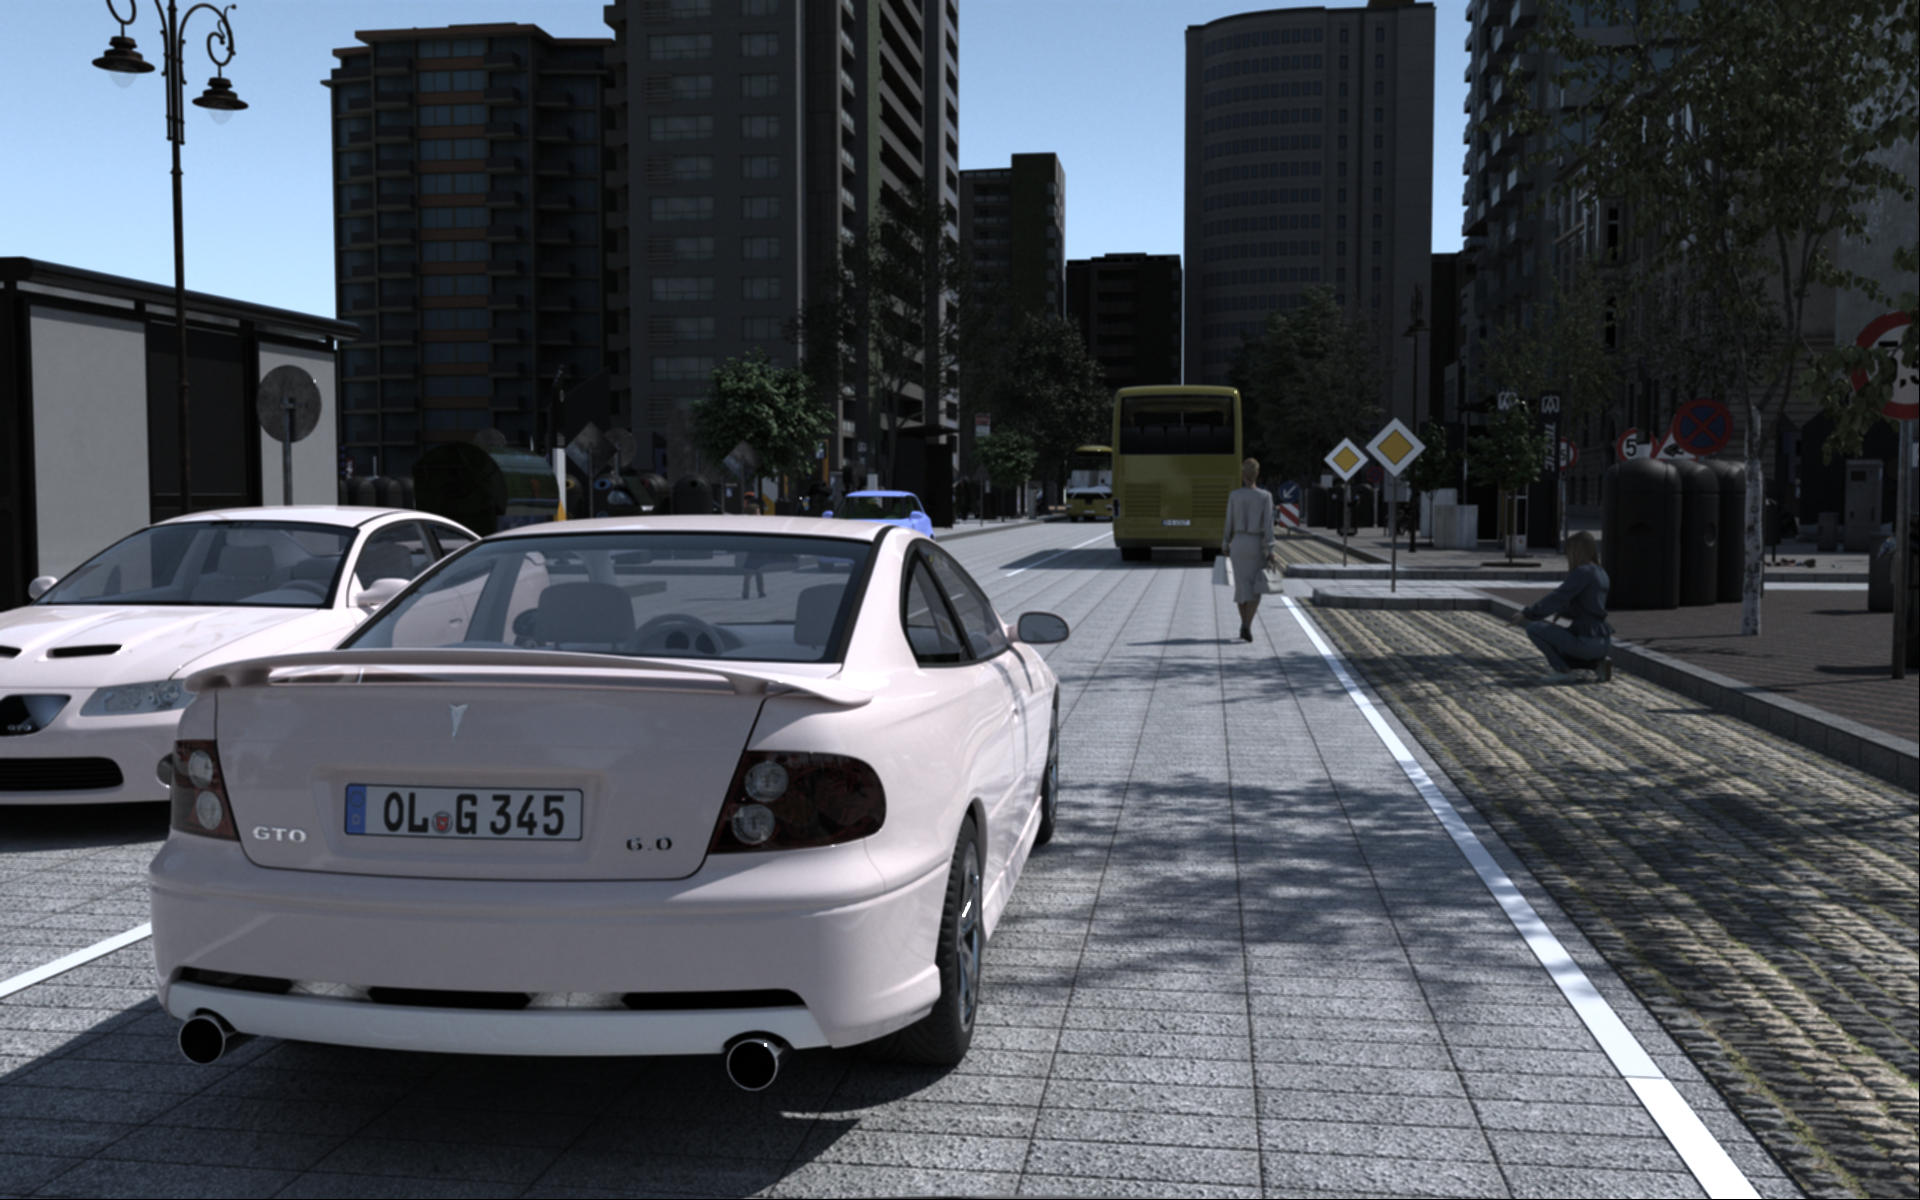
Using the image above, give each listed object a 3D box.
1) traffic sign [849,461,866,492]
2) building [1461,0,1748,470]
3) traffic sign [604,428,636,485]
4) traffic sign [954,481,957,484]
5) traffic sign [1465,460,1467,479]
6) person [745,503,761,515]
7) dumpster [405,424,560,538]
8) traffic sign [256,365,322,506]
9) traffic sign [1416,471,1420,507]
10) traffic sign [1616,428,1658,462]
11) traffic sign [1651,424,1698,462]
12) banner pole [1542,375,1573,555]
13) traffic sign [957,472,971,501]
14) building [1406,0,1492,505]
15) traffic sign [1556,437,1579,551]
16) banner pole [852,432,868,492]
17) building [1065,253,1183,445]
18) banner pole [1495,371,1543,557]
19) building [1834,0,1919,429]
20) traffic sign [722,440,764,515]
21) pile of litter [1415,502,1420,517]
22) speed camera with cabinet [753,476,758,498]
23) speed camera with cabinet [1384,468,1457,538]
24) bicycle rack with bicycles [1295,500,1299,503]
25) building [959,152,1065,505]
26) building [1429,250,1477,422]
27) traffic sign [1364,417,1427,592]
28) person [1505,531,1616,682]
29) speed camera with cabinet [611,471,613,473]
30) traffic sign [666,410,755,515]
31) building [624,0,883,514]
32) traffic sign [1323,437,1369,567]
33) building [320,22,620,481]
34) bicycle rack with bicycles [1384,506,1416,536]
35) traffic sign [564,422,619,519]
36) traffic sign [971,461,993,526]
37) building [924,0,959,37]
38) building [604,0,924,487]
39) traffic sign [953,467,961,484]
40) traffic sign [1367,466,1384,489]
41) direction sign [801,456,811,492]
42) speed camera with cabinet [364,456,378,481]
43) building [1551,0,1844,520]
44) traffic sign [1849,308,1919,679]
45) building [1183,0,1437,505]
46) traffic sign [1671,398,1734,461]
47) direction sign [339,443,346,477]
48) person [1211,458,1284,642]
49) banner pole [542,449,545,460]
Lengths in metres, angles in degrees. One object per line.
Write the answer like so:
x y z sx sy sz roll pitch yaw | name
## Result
-3.983 -4.062 66.519 0.768 2.556 0.104 1 4 16 | traffic sign
47.404 -30.365 116.069 23.786 49.044 30.456 0 4 8 | building
-6.612 -2.036 33.401 0.768 2.556 0.104 1 4 14 | traffic sign
-0.484 -5.755 94.202 0.768 2.556 0.104 1 4 9 | traffic sign
15.101 -2.978 50.824 0.606 2.300 0.079 1 4 15 | traffic sign
-2.854 -0.670 23.733 0.475 1.303 0.640 1 4 9 | person
-6.635 -1.321 24.096 1.502 2.255 1.985 0 4 8 | dumpster
-6.646 -1.041 17.125 0.768 2.556 0.104 1 4 18 | traffic sign
18.334 -4.234 69.227 0.884 2.594 0.081 1 4 9 | traffic sign
12.964 -2.026 33.231 0.768 2.556 0.104 1 4 11 | traffic sign
12.185 -1.808 29.560 0.884 2.594 0.081 1 4 8 | traffic sign
12.683 -2.861 36.798 0.863 3.779 0.401 3 4 38 | banner pole
0.190 -5.457 90.405 0.795 2.450 0.064 1 4 12 | traffic sign
51.191 -50.929 145.367 22.319 86.520 31.000 0 4 8 | building
13.402 -2.362 38.726 0.768 2.556 0.104 1 4 11 | traffic sign
-4.085 -4.890 69.966 0.863 3.779 0.401 2 4 28 | banner pole
19.941 -26.847 210.647 14.107 30.474 14.160 0 4 8 | building
11.331 -2.777 35.415 0.863 3.779 0.401 0 4 -1 | banner pole
33.860 -11.660 45.400 16.860 20.320 10.420 0 4 8 | building
-4.007 -1.734 31.998 0.795 2.450 0.064 0 4 8 | traffic sign
25.733 -5.148 98.138 1.176 0.858 1.719 -2 4 -28 | pile of litter
-8.122 -4.729 71.652 0.660 3.252 2.038 -1 4 -13 | speed camera with cabinet
13.576 -3.468 51.033 2.038 3.252 0.660 1 4 22 | speed camera with cabinet
20.937 -5.500 103.303 2.852 0.926 2.925 1 4 20 | bicycle rack with bicycles
5.359 -32.264 211.106 14.086 41.232 14.154 0 4 8 | building
61.894 -26.507 205.086 14.107 30.474 14.160 0 4 8 | building
5.652 -1.156 22.545 0.795 2.450 0.064 0 4 8 | traffic sign
4.561 0.050 13.181 1.012 1.151 0.738 -3 4 -39 | person
-14.202 -4.360 65.627 2.038 3.252 0.660 0 4 5 | speed camera with cabinet
-6.000 -2.920 41.619 2.265 3.308 0.079 1 4 15 | traffic sign
-13.372 -26.449 116.034 14.154 41.232 14.086 0 4 8 | building
6.776 -1.640 30.451 0.795 2.450 0.064 0 4 8 | traffic sign
-43.135 -31.177 164.367 28.867 44.769 22.147 0 4 8 | building
14.044 -2.429 53.095 2.852 0.926 2.925 3 5 39 | bicycle rack with bicycles
-5.131 -1.251 24.093 0.795 2.450 0.064 0 4 8 | traffic sign
0.857 -4.203 68.719 0.884 2.594 0.081 1 4 14 | traffic sign
-14.605 -37.829 160.503 28.212 58.520 21.231 0 4 8 | building
-14.982 -31.234 134.372 21.300 48.544 21.600 0 4 8 | building
-0.329 -4.167 69.318 0.795 2.450 0.064 1 4 17 | traffic sign
19.117 -4.873 79.771 0.768 2.556 0.104 1 4 13 | traffic sign
-8.969 -6.641 100.584 0.379 3.537 0.876 -3 5 -44 | direction sign
-30.635 -5.944 91.513 0.660 3.252 2.038 1 4 17 | speed camera with cabinet
37.489 -16.165 83.375 14.460 24.649 34.723 0 4 8 | building
6.520 -0.725 11.960 0.768 2.556 0.104 1 4 18 | traffic sign
41.231 -40.808 209.216 28.212 58.520 21.231 0 4 8 | building
9.826 -1.399 22.986 0.768 2.556 0.104 1 4 17 | traffic sign
-27.820 -5.218 77.308 0.876 3.537 0.379 0 4 3 | direction sign
2.785 -0.494 16.924 0.694 1.780 0.624 3 4 38 | person
-23.186 -6.521 96.627 0.401 3.779 0.863 0 4 4 | banner pole
